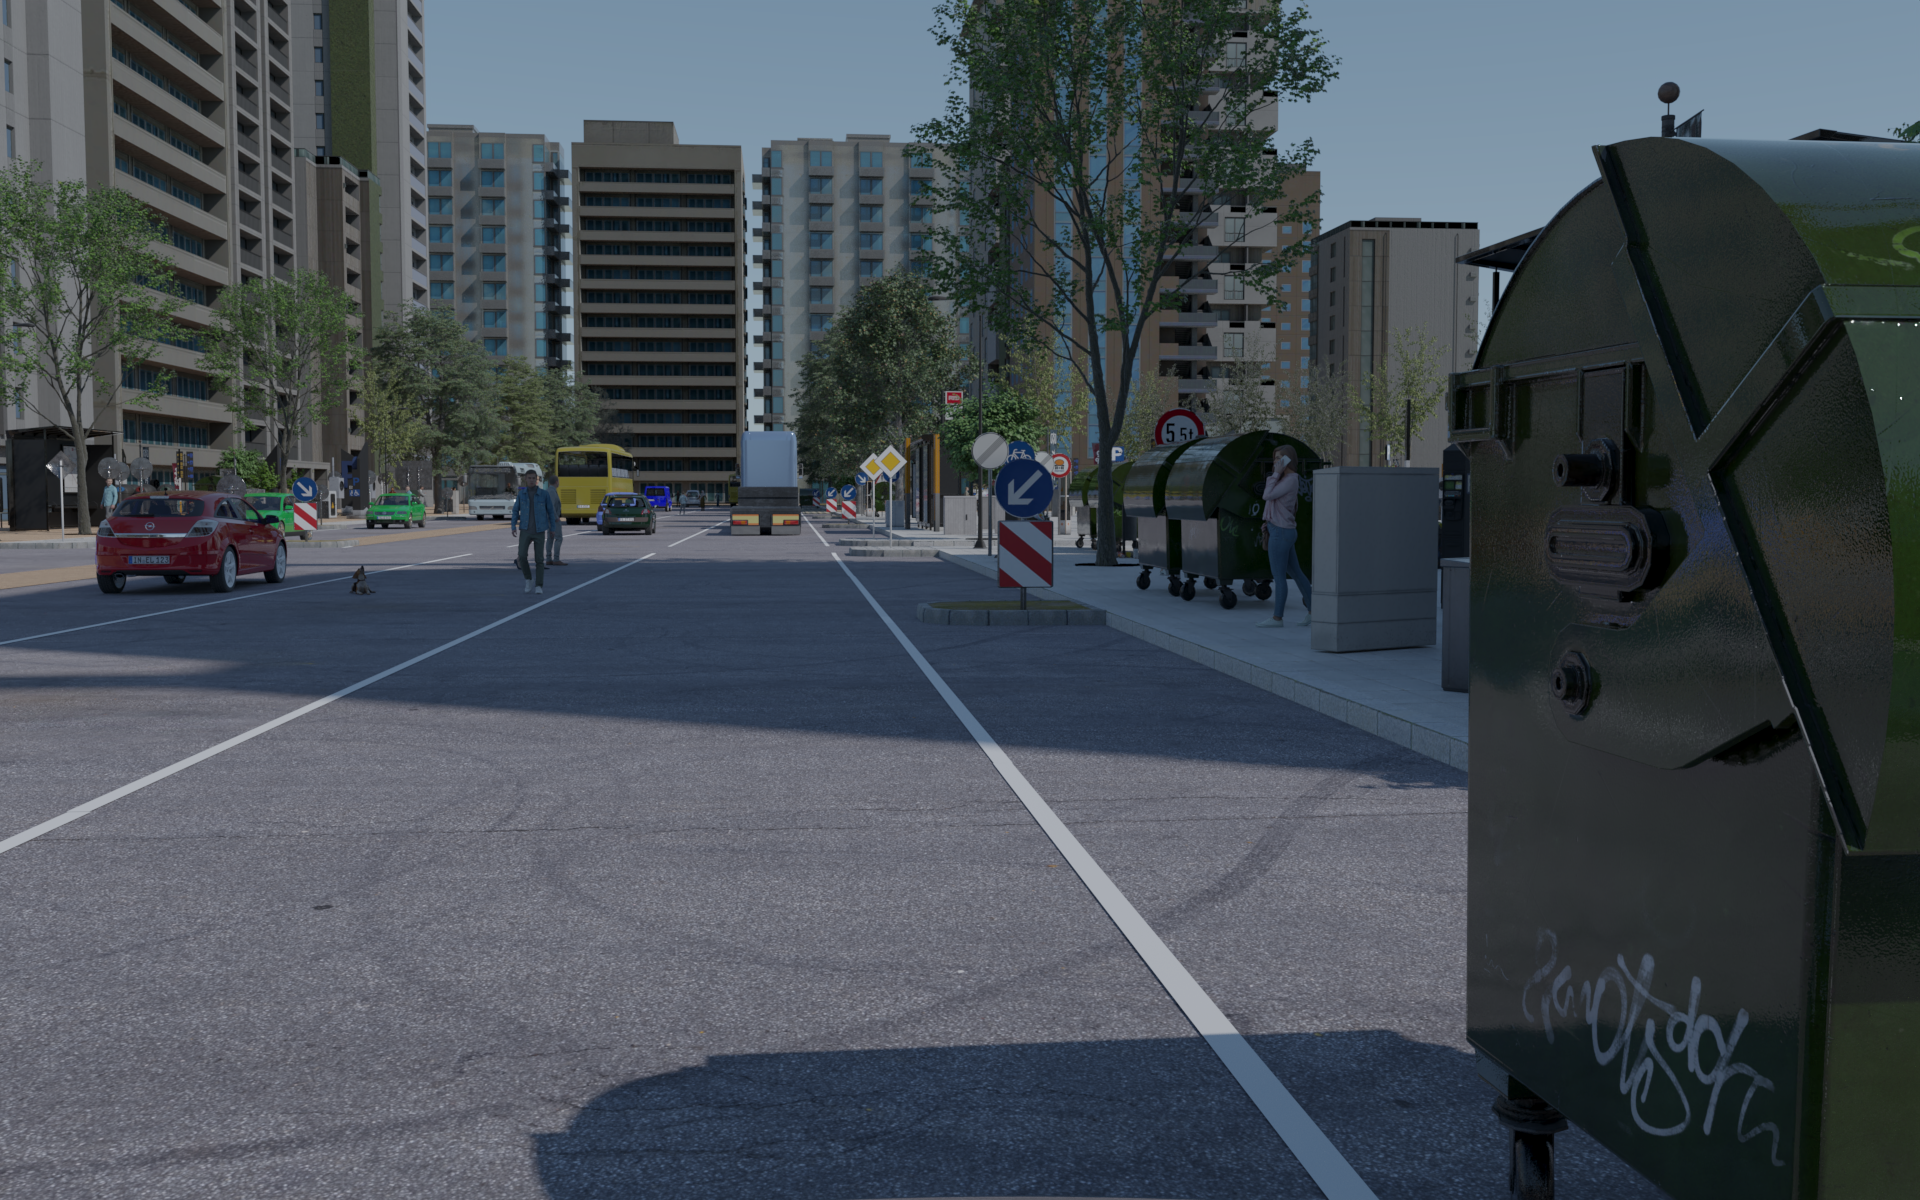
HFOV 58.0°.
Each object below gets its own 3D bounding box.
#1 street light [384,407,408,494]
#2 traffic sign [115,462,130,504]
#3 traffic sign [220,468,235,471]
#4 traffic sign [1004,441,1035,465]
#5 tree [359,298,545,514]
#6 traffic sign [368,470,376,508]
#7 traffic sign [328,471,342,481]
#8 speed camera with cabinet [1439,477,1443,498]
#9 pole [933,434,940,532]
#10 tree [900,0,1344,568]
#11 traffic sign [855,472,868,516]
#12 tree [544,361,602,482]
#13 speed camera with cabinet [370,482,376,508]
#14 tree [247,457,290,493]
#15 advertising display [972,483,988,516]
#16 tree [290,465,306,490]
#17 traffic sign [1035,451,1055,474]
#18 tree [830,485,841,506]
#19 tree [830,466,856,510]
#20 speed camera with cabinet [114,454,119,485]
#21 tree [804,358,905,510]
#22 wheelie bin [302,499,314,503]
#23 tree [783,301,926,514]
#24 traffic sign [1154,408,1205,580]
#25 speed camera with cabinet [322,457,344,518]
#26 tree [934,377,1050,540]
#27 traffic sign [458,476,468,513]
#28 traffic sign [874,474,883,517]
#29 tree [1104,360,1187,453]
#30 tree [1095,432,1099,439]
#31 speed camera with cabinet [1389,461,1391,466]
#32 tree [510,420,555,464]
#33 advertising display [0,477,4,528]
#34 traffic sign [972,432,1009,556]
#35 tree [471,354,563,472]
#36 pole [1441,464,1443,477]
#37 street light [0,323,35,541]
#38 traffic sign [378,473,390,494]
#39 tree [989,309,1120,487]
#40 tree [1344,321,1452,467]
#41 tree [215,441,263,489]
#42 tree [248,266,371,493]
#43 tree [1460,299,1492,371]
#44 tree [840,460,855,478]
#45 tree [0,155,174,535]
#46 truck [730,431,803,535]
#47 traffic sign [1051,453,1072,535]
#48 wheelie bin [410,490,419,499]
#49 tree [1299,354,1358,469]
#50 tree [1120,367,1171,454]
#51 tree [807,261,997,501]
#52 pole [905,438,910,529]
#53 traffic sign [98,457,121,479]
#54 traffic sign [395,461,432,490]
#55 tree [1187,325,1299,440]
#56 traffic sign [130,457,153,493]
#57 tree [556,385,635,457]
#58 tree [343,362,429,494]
[{"bbox_3d":[-30.267,-7.364,92.949,1.470,5.913,1.316,0,4,-6],"label":"street light"},{"bbox_3d":[-33.328,-4.197,68.730,0.768,2.556,0.104,0,4,0],"label":"traffic sign"},{"bbox_3d":[-29.094,-4.081,68.849,0.606,2.300,0.079,0,4,-2],"label":"traffic sign"},{"bbox_3d":[1.403,-2.522,41.333,0.768,2.556,0.104,0,4,-2],"label":"traffic sign"},{"bbox_3d":[-33.804,-12.574,112.237,9.857,13.997,8.962,0,3,0],"label":"tree"},{"bbox_3d":[-31.446,-5.631,92.167,0.768,2.556,0.104,0,4,-1],"label":"traffic sign"},{"bbox_3d":[-34.432,-5.828,95.393,0.768,2.556,0.104,0,4,0],"label":"traffic sign"},{"bbox_3d":[26.068,-6.188,95.513,2.038,3.252,0.660,3,4,36],"label":"speed camera with cabinet"},{"bbox_3d":[-0.796,-3.971,58.766,0.158,3.312,0.155,0,3,0],"label":"pole"},{"bbox_3d":[2.725,-6.415,30.641,9.928,11.665,9.643,0,3,0],"label":"tree"},{"bbox_3d":[-5.712,-6.162,100.848,0.768,2.556,0.104,0,4,-3],"label":"traffic sign"},{"bbox_3d":[-38.825,-15.795,164.910,9.857,13.997,8.962,0,3,0],"label":"tree"},{"bbox_3d":[-32.340,-6.110,94.234,0.660,3.252,2.038,0,4,-4],"label":"speed camera with cabinet"},{"bbox_3d":[-36.011,-5.801,89.447,1.663,3.219,1.824,0,3,0],"label":"tree"},{"bbox_3d":[1.190,-5.821,100.391,0.974,1.923,0.123,-1,4,-16],"label":"advertising display"},{"bbox_3d":[-43.586,-7.269,113.453,1.663,3.219,1.824,0,3,0],"label":"tree"},{"bbox_3d":[2.442,-3.160,51.769,0.768,2.556,0.104,0,4,-3],"label":"traffic sign"},{"bbox_3d":[-12.623,-11.510,182.781,1.663,3.219,1.824,0,3,0],"label":"tree"},{"bbox_3d":[-9.199,-9.704,142.381,4.285,4.588,4.351,0,3,0],"label":"tree"},{"bbox_3d":[-41.774,-5.619,86.205,0.660,3.252,2.038,0,4,8],"label":"speed camera with cabinet"},{"bbox_3d":[-7.368,-12.537,123.107,7.486,12.596,7.792,0,3,0],"label":"tree"},{"bbox_3d":[-30.979,-4.532,82.006,0.693,1.594,0.980,0,4,8],"label":"wheelie bin"},{"bbox_3d":[-6.585,-12.477,110.651,9.857,13.997,8.962,0,3,0],"label":"tree"},{"bbox_3d":[3.252,-1.569,25.764,0.768,2.556,0.104,0,4,-4],"label":"traffic sign"},{"bbox_3d":[-33.664,-6.021,92.785,0.660,3.252,2.038,0,4,2],"label":"speed camera with cabinet"},{"bbox_3d":[0.934,-3.983,48.836,4.285,4.588,4.351,0,3,0],"label":"tree"},{"bbox_3d":[-34.400,-7.337,120.060,0.768,2.556,0.104,0,4,-3],"label":"traffic sign"},{"bbox_3d":[-4.424,-6.015,98.343,0.884,2.594,0.081,0,4,-1],"label":"traffic sign"},{"bbox_3d":[10.991,-8.900,95.873,4.360,8.622,3.978,0,3,0],"label":"tree"},{"bbox_3d":[10.435,-9.760,109.946,4.360,8.622,3.978,0,3,0],"label":"tree"},{"bbox_3d":[25.867,-6.642,102.932,0.660,3.252,2.038,0,3,0],"label":"speed camera with cabinet"},{"bbox_3d":[-37.611,-12.348,152.249,4.360,8.622,3.978,0,3,0],"label":"tree"},{"bbox_3d":[-36.797,-3.706,65.806,0.974,1.923,0.123,1,4,14],"label":"advertising display"},{"bbox_3d":[0.621,-2.182,35.780,0.768,2.556,0.104,0,4,-2],"label":"traffic sign"},{"bbox_3d":[-36.035,-13.600,140.495,7.486,12.596,7.792,0,3,0],"label":"tree"},{"bbox_3d":[32.550,-7.517,116.741,0.158,3.312,0.155,0,3,0],"label":"pole"},{"bbox_3d":[-25.759,-4.555,47.022,1.470,5.913,1.316,0,4,-6],"label":"street light"},{"bbox_3d":[-34.957,-6.422,105.109,0.768,2.556,0.104,0,4,1],"label":"traffic sign"},{"bbox_3d":[3.346,-7.199,68.073,4.737,8.622,4.395,0,3,0],"label":"tree"},{"bbox_3d":[18.804,-7.540,73.647,4.737,8.622,4.395,0,3,0],"label":"tree"},{"bbox_3d":[-44.534,-7.563,107.361,4.285,4.588,4.351,0,3,0],"label":"tree"},{"bbox_3d":[-30.326,-9.298,77.780,9.928,11.665,9.643,0,3,0],"label":"tree"},{"bbox_3d":[20.664,-7.016,65.080,4.360,8.622,3.978,0,3,0],"label":"tree"},{"bbox_3d":[-8.146,-11.291,134.973,4.360,8.622,3.978,0,3,0],"label":"tree"},{"bbox_3d":[-27.636,-7.850,54.105,9.928,11.665,9.643,0,3,0],"label":"tree"},{"bbox_3d":[-7.600,-4.814,68.461,2.967,4.110,18.799,0,4,-6],"label":"truck"},{"bbox_3d":[3.093,-3.297,54.013,0.768,2.556,0.104,0,4,-2],"label":"traffic sign"},{"bbox_3d":[-37.922,-6.861,120.079,0.980,1.594,0.693,-3,5,-43],"label":"wheelie bin"},{"bbox_3d":[18.889,-8.556,90.245,4.360,8.622,3.978,0,3,0],"label":"tree"},{"bbox_3d":[10.566,-9.218,101.083,4.737,8.622,4.395,0,3,0],"label":"tree"},{"bbox_3d":[-2.951,-10.314,85.639,9.611,12.733,9.660,0,3,0],"label":"tree"},{"bbox_3d":[-1.909,-4.238,63.141,0.158,3.312,0.155,0,3,0],"label":"pole"},{"bbox_3d":[-29.371,-3.652,59.821,0.768,2.556,0.104,0,4,-5],"label":"traffic sign"},{"bbox_3d":[-33.240,-6.821,105.391,2.265,3.308,0.079,0,4,1],"label":"traffic sign"},{"bbox_3d":[12.355,-7.692,76.119,4.360,8.622,3.978,0,3,0],"label":"tree"},{"bbox_3d":[-28.316,-3.659,59.923,0.768,2.556,0.104,0,4,-1],"label":"traffic sign"},{"bbox_3d":[-40.837,-17.251,192.423,12.009,13.543,11.850,0,3,0],"label":"tree"},{"bbox_3d":[-32.399,-9.007,97.625,4.737,8.622,4.395,0,3,0],"label":"tree"}]
